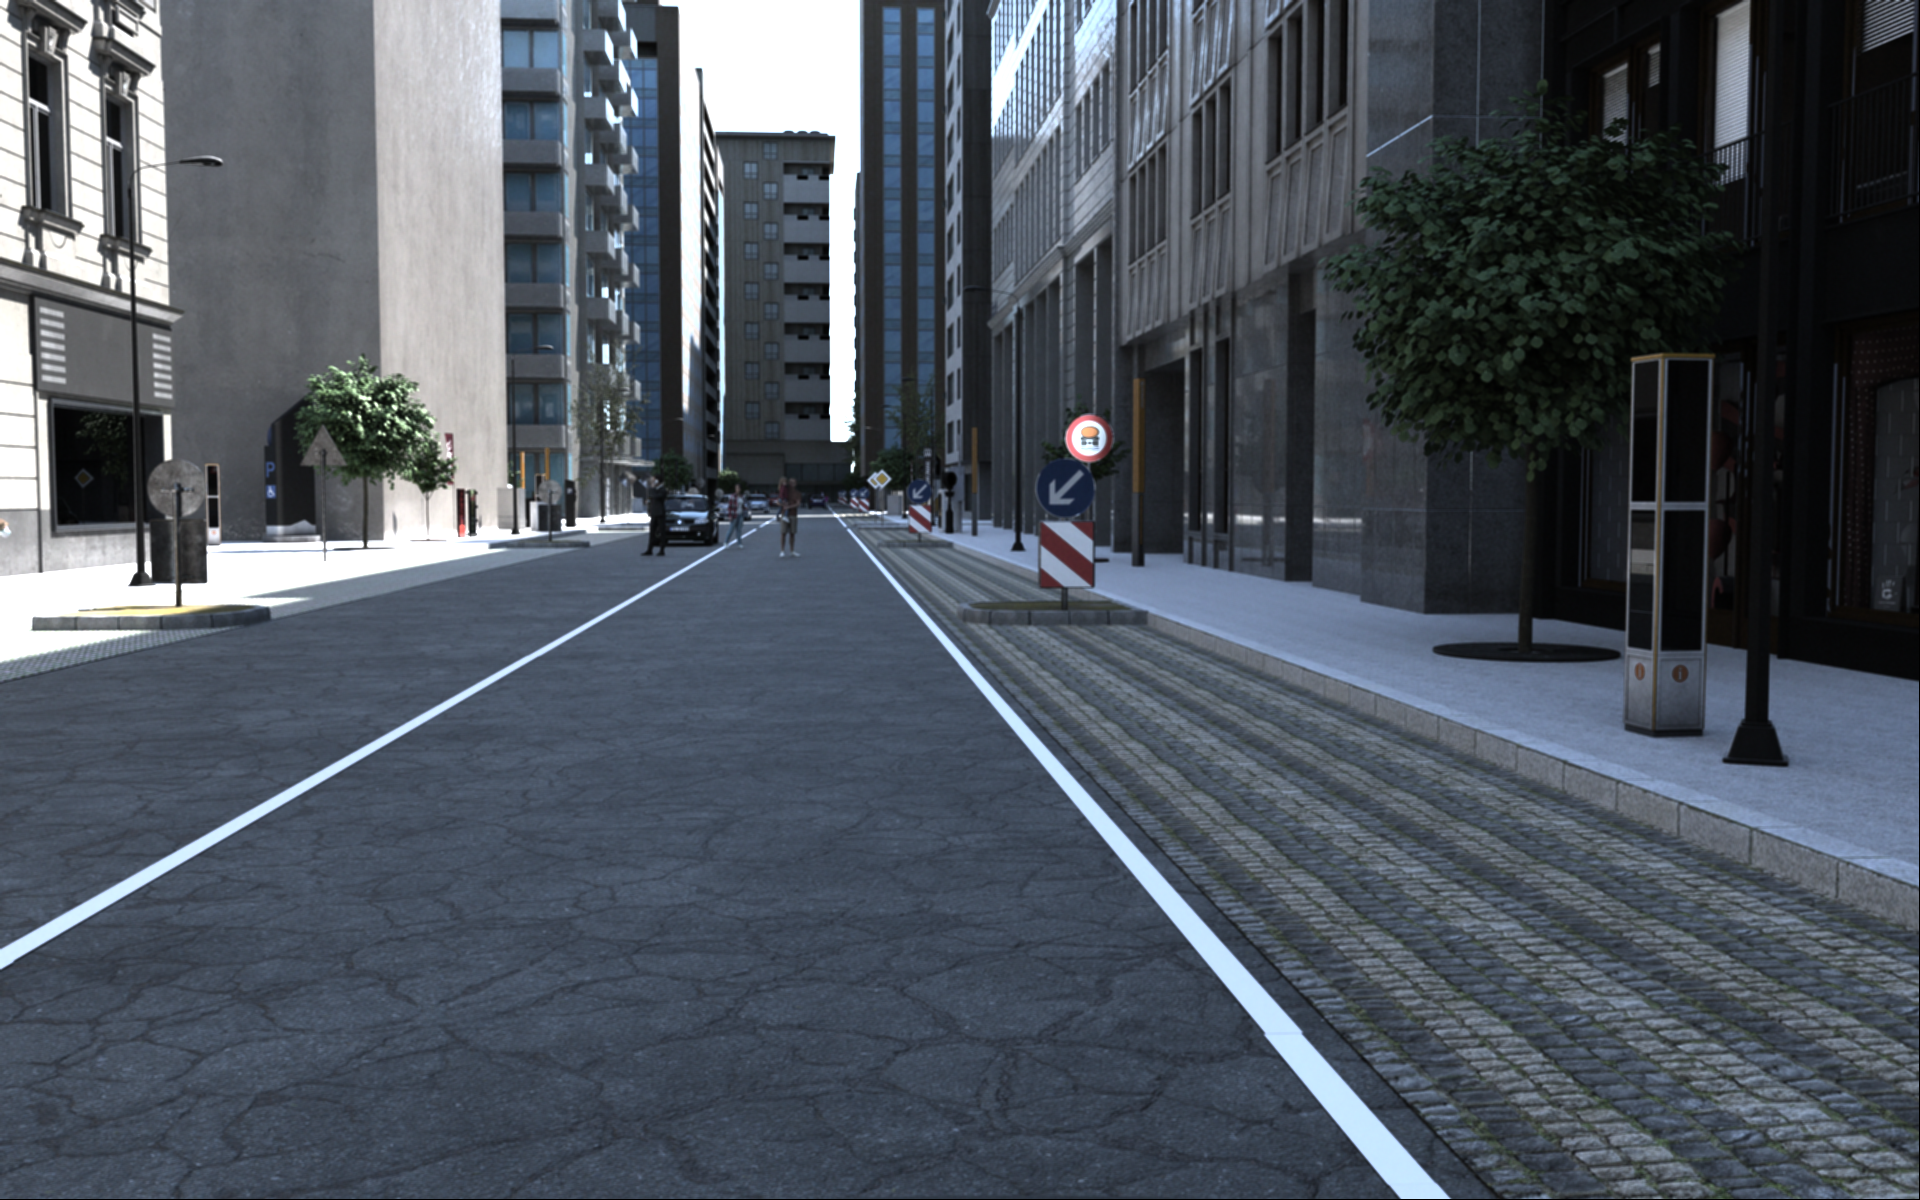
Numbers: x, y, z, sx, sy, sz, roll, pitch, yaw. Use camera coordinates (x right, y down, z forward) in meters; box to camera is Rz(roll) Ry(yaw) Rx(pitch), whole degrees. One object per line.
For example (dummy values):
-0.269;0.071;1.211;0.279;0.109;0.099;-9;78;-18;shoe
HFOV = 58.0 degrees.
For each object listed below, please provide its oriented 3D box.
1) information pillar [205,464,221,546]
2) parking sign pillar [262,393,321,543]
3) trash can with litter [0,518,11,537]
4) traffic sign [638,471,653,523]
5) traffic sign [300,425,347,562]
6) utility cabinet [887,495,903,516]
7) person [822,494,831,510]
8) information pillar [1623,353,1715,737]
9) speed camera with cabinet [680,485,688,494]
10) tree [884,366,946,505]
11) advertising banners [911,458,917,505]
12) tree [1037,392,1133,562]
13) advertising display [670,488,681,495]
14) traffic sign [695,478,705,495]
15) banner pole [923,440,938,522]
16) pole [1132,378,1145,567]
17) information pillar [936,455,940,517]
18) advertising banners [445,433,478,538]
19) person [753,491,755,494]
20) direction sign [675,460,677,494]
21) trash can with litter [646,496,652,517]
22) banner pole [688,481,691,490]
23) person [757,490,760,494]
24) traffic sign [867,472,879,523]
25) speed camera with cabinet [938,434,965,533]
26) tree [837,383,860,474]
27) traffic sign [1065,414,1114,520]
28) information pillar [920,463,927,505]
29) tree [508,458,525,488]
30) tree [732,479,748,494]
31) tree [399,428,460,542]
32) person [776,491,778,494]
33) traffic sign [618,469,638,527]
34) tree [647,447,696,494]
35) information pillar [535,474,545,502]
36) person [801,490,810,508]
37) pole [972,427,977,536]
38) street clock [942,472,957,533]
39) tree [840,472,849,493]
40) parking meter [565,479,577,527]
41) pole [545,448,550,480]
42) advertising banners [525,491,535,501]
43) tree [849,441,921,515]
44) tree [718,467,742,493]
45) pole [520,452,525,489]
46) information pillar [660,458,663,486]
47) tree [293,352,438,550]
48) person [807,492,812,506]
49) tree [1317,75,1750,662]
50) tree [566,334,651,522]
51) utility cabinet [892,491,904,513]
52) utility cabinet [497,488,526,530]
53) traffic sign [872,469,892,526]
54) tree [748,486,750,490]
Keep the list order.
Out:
-18.404;-2.334;42.656;0.304;2.012;0.304;-2;4;-27;information pillar
-17.672;-3.498;45.667;1.447;3.967;1.447;2;4;26;parking sign pillar
-11.055;-0.495;19.484;0.624;1.170;1.055;-2;4;-26;trash can with litter
-13.780;-4.450;76.394;0.795;2.450;0.064;0;4;-5;traffic sign
-11.938;-1.987;32.486;0.884;2.594;0.081;0;4;2;traffic sign
-3.876;-5.620;103.049;1.020;1.237;0.306;3;5;40;utility cabinet
-11.924;-8.705;154.050;0.991;1.433;0.599;-3;4;-36;person
3.771;-0.290;9.227;0.304;2.012;0.304;-1;4;-10;information pillar
-21.328;-8.515;133.563;0.660;3.252;2.038;1;4;16;speed camera with cabinet
-2.169;-9.169;100.273;4.737;8.622;4.395;0;3;0;tree
-2.245;-5.390;84.309;0.090;3.025;2.074;-1;4;-8;advertising banners
2.213;-2.347;32.980;1.663;3.219;1.824;0;3;0;tree
-21.240;-7.578;129.115;0.974;1.923;0.123;1;4;14;advertising display
-20.351;-8.289;135.629;0.768;2.556;0.104;0;4;-2;traffic sign
-1.352;-5.503;79.999;0.863;3.779;0.401;2;4;31;banner pole
3.161;-2.250;30.626;0.158;3.312;0.155;0;3;0;pole
-1.306;-6.505;97.710;0.183;3.616;0.504;3;5;43;information pillar
-14.581;-3.329;50.622;0.090;3.025;2.074;1;4;9;advertising banners
-19.082;-9.309;161.410;0.721;1.735;1.217;2;4;27;person
-18.807;-7.511;114.794;0.379;3.537;0.876;0;4;0;direction sign
-17.174;-5.197;96.350;0.624;1.170;1.055;-1;4;-9;trash can with litter
-23.285;-9.721;148.952;0.401;3.779;0.863;-2;4;-32;banner pole
-20.358;-10.144;174.294;0.705;1.831;1.348;2;4;24;person
-3.768;-4.499;77.194;0.795;2.450;0.064;0;4;-5;traffic sign
-0.306;-3.893;57.984;0.660;3.252;2.038;-1;4;-10;speed camera with cabinet
-7.660;-14.715;158.720;7.486;12.596;7.792;0;3;0;tree
2.063;-1.686;27.669;0.768;2.556;0.104;0;4;1;traffic sign
-2.790;-8.615;132.204;0.504;3.616;0.183;-1;4;-16;information pillar
-20.717;-5.112;78.185;1.663;3.219;1.824;0;3;0;tree
-28.186;-13.753;219.462;1.663;3.219;1.824;0;3;0;tree
-14.305;-3.199;46.898;1.663;3.219;1.824;0;3;0;tree
-21.422;-11.858;202.388;0.705;1.822;1.348;1;4;15;person
-13.126;-3.963;68.436;0.795;2.450;0.064;0;4;-5;traffic sign
-20.056;-8.344;120.142;4.285;4.588;4.351;0;3;0;tree
-15.580;-3.659;64.313;0.304;2.012;0.304;0;4;2;information pillar
-16.255;-10.466;179.704;1.350;1.814;0.705;0;4;-4;person
0.447;-3.622;53.057;0.158;3.312;0.155;0;3;0;pole
-0.341;-3.171;56.412;0.358;2.002;0.471;3;5;41;street clock
-9.608;-11.629;173.848;4.285;4.588;4.351;0;3;0;tree
-14.951;-3.722;66.572;0.399;1.863;0.255;0;4;1;parking meter
-18.190;-5.049;76.390;0.158;3.312;0.155;0;3;0;pole
-17.302;-4.389;67.954;2.074;3.025;0.090;-1;4;-13;advertising banners
-4.281;-7.945;113.613;4.285;4.588;4.351;0;3;0;tree
-27.811;-13.688;207.511;4.285;4.588;4.351;0;3;0;tree
-21.221;-5.516;84.023;0.158;3.312;0.155;0;3;0;pole
-19.112;-7.328;111.171;0.183;3.616;0.504;1;4;9;information pillar
-13.828;-3.452;40.162;4.285;4.588;4.351;0;3;0;tree
-18.109;-12.217;209.043;0.742;1.727;0.445;2;4;24;person
4.464;-1.836;13.735;4.285;4.588;4.351;0;3;0;tree
-16.330;-7.934;80.076;4.360;8.622;3.978;0;3;0;tree
-4.185;-6.749;119.020;0.318;1.500;1.173;-3;5;-42;utility cabinet
-15.871;-3.219;61.316;1.173;1.500;0.318;3;4;36;utility cabinet
-3.113;-4.012;69.236;0.795;2.450;0.064;0;4;-5;traffic sign
-28.213;-14.166;226.215;1.663;3.219;1.824;0;3;0;tree
